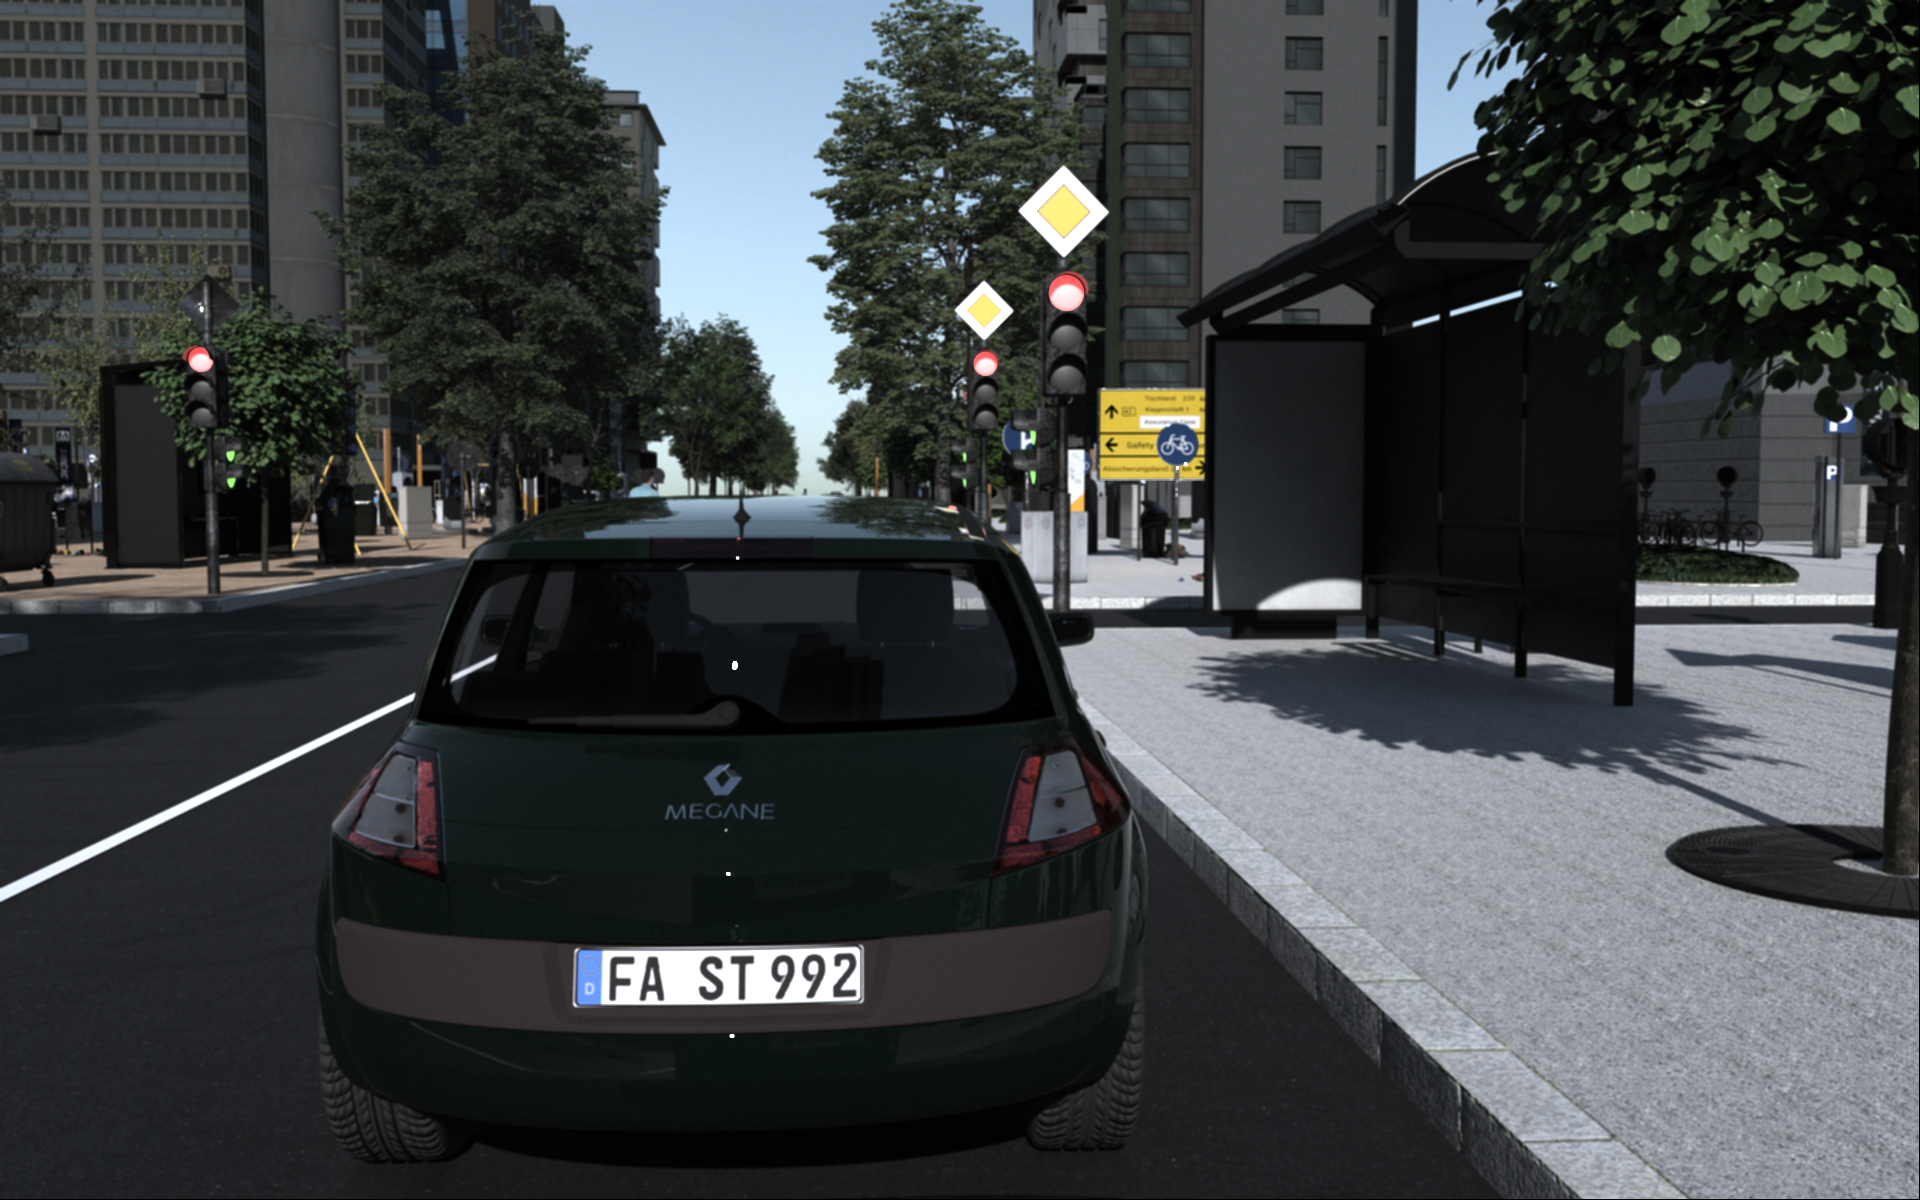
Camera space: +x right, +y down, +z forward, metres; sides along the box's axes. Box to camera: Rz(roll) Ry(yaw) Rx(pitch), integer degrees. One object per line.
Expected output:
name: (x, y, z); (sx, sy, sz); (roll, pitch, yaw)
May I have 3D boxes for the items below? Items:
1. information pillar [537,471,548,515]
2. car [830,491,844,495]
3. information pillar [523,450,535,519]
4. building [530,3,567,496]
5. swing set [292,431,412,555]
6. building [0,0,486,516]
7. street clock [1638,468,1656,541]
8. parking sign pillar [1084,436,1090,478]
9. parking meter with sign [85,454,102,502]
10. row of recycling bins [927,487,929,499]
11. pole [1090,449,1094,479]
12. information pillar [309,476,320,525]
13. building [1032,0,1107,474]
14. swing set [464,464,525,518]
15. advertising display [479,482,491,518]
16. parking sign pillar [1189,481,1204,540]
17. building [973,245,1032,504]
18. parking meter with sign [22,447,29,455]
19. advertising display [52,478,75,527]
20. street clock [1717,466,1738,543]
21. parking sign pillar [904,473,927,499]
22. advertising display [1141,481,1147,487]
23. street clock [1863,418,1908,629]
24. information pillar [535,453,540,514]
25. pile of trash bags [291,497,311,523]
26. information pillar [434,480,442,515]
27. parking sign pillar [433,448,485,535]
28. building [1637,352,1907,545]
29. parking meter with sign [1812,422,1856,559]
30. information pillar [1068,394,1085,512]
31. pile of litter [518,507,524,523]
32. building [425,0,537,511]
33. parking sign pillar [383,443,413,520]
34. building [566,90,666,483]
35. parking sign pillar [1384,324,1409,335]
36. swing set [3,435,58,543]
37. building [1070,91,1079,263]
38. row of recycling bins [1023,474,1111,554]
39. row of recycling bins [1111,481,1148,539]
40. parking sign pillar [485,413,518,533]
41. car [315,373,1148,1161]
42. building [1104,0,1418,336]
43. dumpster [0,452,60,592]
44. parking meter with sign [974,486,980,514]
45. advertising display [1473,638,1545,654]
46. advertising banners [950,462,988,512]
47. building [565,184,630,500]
information pillar: (-13.221, -3.079, 54.827); (0.304, 2.012, 0.304); (-1, 4, -8)
car: (-17.815, -14.659, 248.343); (2.281, 1.827, 5.304); (0, 4, -5)
information pillar: (-19.696, -5.350, 78.834); (0.183, 3.616, 0.504); (1, 4, 15)
building: (-39.981, -27.937, 140.358); (14.154, 41.232, 14.086); (0, 4, -4)
swing set: (-13.985, -2.463, 37.894); (2.862, 2.851, 3.119); (0, 4, 4)
building: (-46.514, -25.362, 106.553); (32.217, 40.220, 23.993); (0, 4, -4)
street clock: (18.740, -2.615, 47.320); (0.471, 2.002, 0.358); (-2, 4, -29)
parking sign pillar: (5.918, -5.659, 80.995); (1.447, 3.967, 1.447); (-1, 4, -16)
parking meter with sign: (-37.931, -4.907, 76.487); (0.543, 3.016, 1.738); (0, 4, -4)
row of recycling bins: (-1.656, -5.394, 95.298); (1.069, 1.692, 3.534); (1, 4, 15)
pole: (6.005, -5.194, 78.769); (0.158, 3.312, 0.155); (0, 3, 0)
information pillar: (-26.857, -4.137, 72.136); (0.304, 2.012, 0.304); (3, 5, 41)
building: (20.932, -34.105, 146.851); (28.713, 52.752, 27.495); (0, 4, -4)
swing set: (-24.477, -5.707, 90.933); (3.119, 2.851, 2.862); (0, 4, -4)
advertising display: (-25.162, -5.341, 92.534); (0.974, 1.923, 0.123); (0, 4, -6)
parking sign pillar: (7.266, -3.721, 49.306); (1.447, 3.967, 1.447); (3, 4, 36)
building: (14.550, -33.897, 246.101); (32.217, 40.220, 23.993); (0, 4, -4)
parking meter with sign: (-34.793, -4.124, 63.696); (0.543, 3.016, 1.738); (-1, 4, -10)
advertising display: (-34.723, -3.774, 66.917); (0.123, 1.923, 0.974); (3, 4, 36)
street clock: (20.043, -2.490, 45.288); (0.471, 2.002, 0.358); (2, 4, 34)
parking sign pillar: (-1.832, -5.094, 71.754); (1.447, 3.967, 1.447); (2, 4, 26)
advertising display: (7.018, -3.921, 69.321); (0.974, 1.923, 0.123); (2, 4, 24)
street clock: (8.859, -0.728, 16.477); (0.471, 2.002, 0.358); (0, 4, -6)
information pillar: (-19.603, -5.408, 79.767); (0.504, 3.616, 0.183); (-3, 5, -40)
pile of trash bags: (-31.160, -4.245, 79.153); (3.447, 1.369, 1.912); (1, 4, 22)
information pillar: (-28.085, -5.430, 93.266); (0.304, 2.012, 0.304); (1, 4, 11)
parking sign pillar: (-15.989, -4.045, 54.615); (1.447, 3.967, 1.447); (-2, 4, -28)
building: (35.150, -31.093, 50.364); (28.212, 58.520, 21.231); (0, 4, -4)
parking meter with sign: (17.478, -2.356, 34.781); (0.543, 3.016, 1.738); (1, 4, 17)
information pillar: (2.064, -2.500, 32.230); (0.504, 3.616, 0.183); (0, 4, -3)
pile of litter: (-15.892, -3.021, 63.352); (1.176, 0.858, 1.719); (1, 4, 9)
building: (-39.298, -29.114, 126.130); (14.600, 45.320, 14.200); (0, 4, -4)
parking sign pillar: (-26.796, -5.759, 82.627); (1.447, 3.967, 1.447); (-1, 4, -20)
building: (-54.401, -39.191, 230.015); (28.713, 52.752, 27.495); (0, 4, -4)
parking sign pillar: (6.572, -2.228, 24.902); (1.447, 3.967, 1.447); (3, 5, 42)
swing set: (-25.365, -2.852, 44.243); (2.862, 2.851, 3.119); (0, 4, 3)
building: (14.805, -21.676, 126.099); (14.160, 30.474, 14.107); (0, 4, -4)
row of recycling bins: (2.210, -1.823, 36.921); (1.069, 1.692, 3.534); (1, 4, 19)
row of recycling bins: (4.826, -2.673, 50.822); (1.069, 1.692, 3.534); (0, 4, -2)
parking sign pillar: (-15.059, -4.199, 57.120); (1.447, 3.967, 1.447); (-3, 4, -37)
car: (-0.534, 0.283, 5.153); (2.009, 1.686, 4.222); (0, 4, -3)
building: (14.162, -19.346, 88.012); (14.160, 30.474, 14.107); (0, 4, -4)
dumpster: (-13.069, -1.065, 23.180); (1.264, 1.857, 1.865); (0, 4, -4)
parking meter with sign: (0.627, -5.574, 87.403); (0.543, 3.016, 1.738); (0, 4, -1)
advertising display: (4.608, -0.532, 13.916); (0.974, 1.923, 0.123); (0, 4, 3)
advertising banners: (0.100, -3.634, 55.604); (2.074, 3.025, 0.090); (-3, 5, -42)
building: (-53.077, -31.311, 203.820); (32.217, 40.220, 23.993); (0, 4, -4)
